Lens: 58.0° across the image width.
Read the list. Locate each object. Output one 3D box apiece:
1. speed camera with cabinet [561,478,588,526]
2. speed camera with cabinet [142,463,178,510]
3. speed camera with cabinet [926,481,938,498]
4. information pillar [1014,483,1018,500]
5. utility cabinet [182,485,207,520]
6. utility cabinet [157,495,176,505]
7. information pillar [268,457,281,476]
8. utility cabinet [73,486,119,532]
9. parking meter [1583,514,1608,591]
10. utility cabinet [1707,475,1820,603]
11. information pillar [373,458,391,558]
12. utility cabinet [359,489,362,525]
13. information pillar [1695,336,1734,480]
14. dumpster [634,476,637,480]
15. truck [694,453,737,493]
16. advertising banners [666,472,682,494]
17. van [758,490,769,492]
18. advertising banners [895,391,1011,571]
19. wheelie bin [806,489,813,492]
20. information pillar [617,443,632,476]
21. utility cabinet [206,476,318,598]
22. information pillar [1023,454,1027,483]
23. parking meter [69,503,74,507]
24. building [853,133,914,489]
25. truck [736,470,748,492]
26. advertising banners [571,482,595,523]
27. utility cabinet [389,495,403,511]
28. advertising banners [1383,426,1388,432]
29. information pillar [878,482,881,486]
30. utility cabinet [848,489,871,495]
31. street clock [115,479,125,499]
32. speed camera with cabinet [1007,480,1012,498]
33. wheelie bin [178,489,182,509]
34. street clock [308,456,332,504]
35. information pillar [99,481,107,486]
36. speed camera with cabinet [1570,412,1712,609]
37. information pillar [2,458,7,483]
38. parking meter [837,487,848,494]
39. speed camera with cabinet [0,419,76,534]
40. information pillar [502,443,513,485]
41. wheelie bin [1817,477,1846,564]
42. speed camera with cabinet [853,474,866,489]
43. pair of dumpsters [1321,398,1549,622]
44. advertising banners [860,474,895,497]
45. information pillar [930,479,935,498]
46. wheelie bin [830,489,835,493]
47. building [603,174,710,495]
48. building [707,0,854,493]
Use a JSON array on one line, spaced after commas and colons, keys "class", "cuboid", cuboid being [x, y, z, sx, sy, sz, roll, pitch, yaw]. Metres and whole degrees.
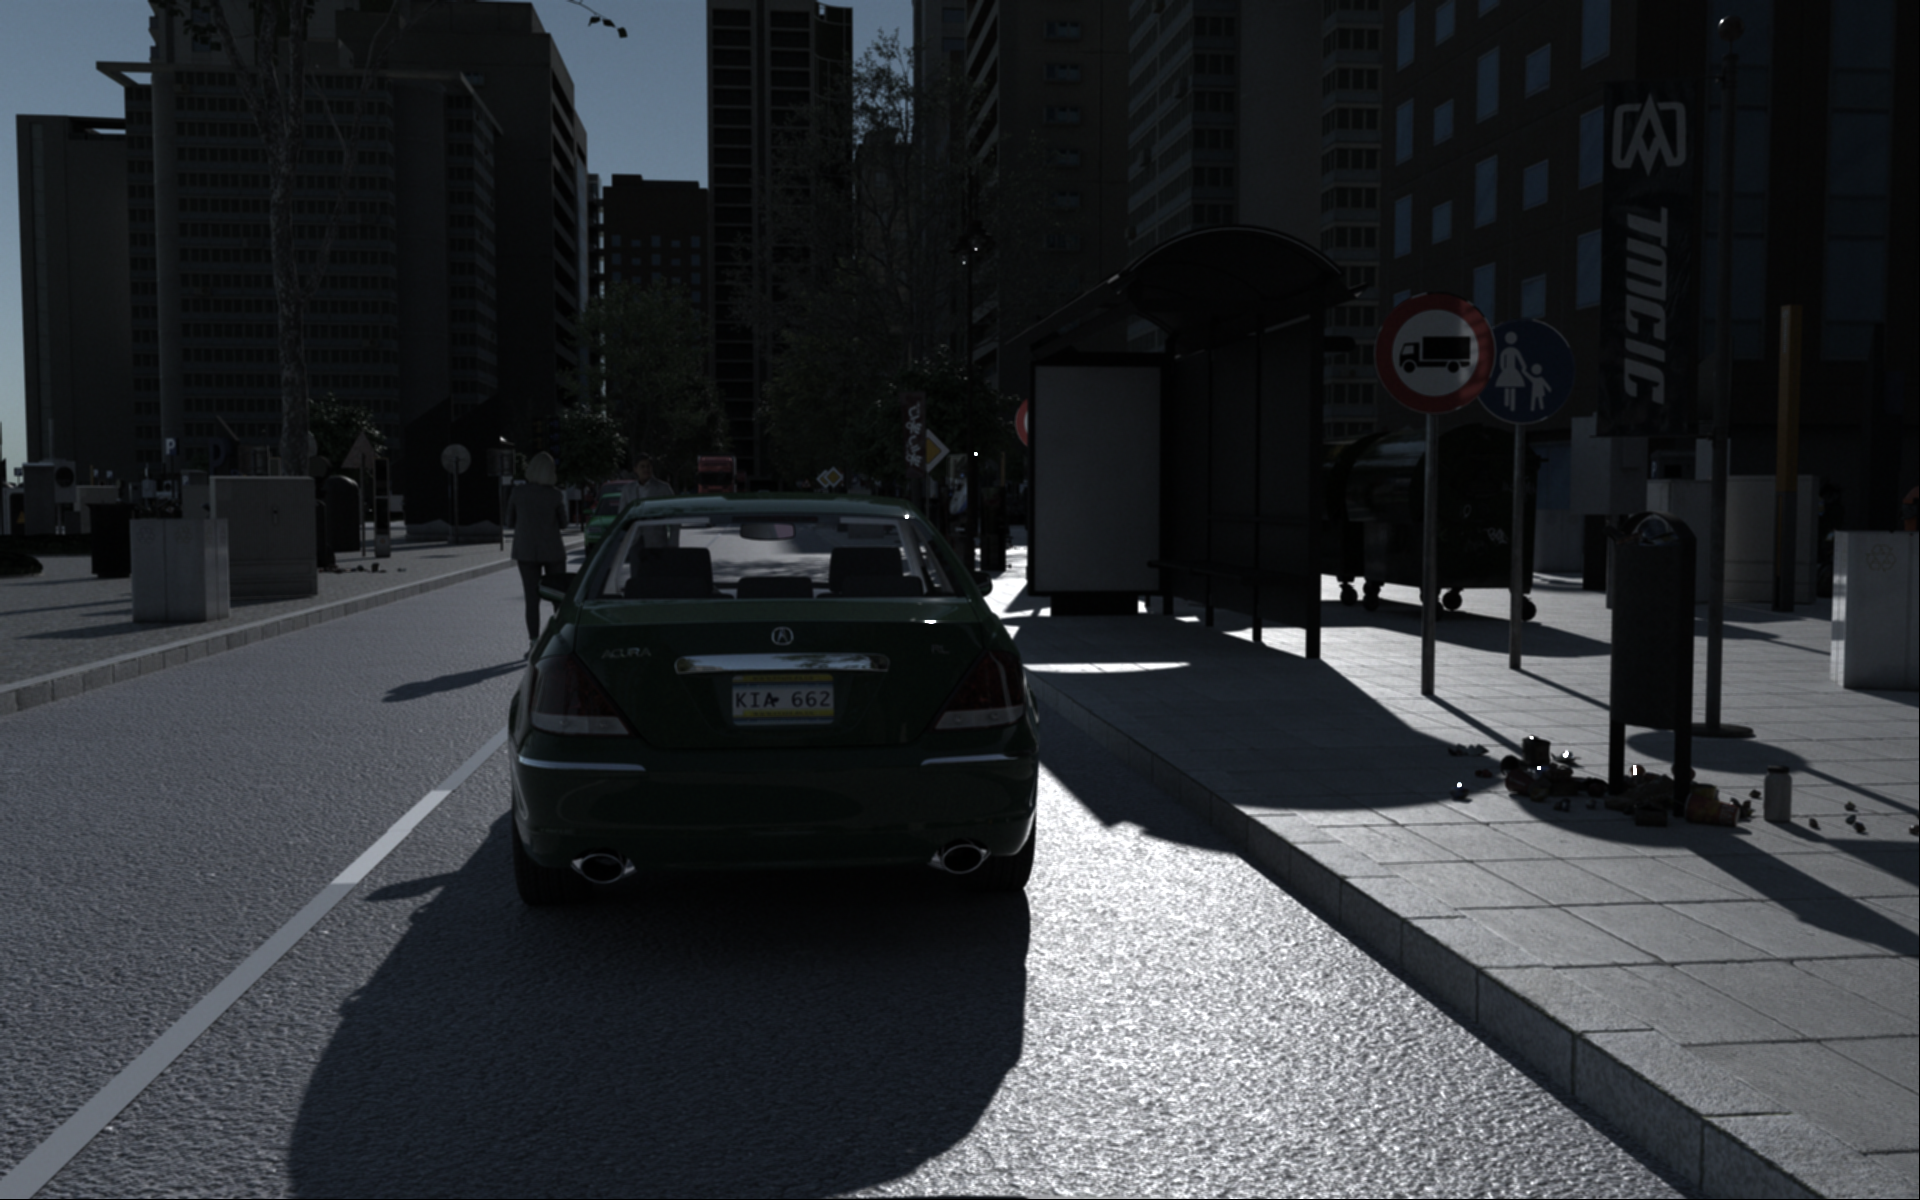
[{"class": "speed camera with cabinet", "cuboid": [-15.879, -4.586, 69.315, 0.660, 3.252, 2.038, 3, 4, 39]}, {"class": "speed camera with cabinet", "cuboid": [-50.940, -7.091, 110.277, 2.038, 3.252, 0.660, 0, 4, 2]}, {"class": "speed camera with cabinet", "cuboid": [-0.982, -6.717, 104.155, 2.038, 3.252, 0.660, 0, 4, 4]}, {"class": "information pillar", "cuboid": [3.702, -6.583, 112.120, 0.304, 2.012, 0.304, -1, 4, -12]}, {"class": "utility cabinet", "cuboid": [-18.837, -2.125, 43.417, 1.173, 1.500, 0.318, -1, 4, -20]}, {"class": "utility cabinet", "cuboid": [-49.817, -5.968, 108.740, 1.020, 1.237, 0.306, 0, 4, 3]}, {"class": "information pillar", "cuboid": [-13.612, -1.848, 34.708, 0.304, 2.012, 0.304, 1, 4, 21]}, {"class": "utility cabinet", "cuboid": [-23.508, -2.355, 47.177, 0.318, 1.500, 1.173, 2, 4, 26]}, {"class": "parking meter", "cuboid": [8.523, -0.899, 23.114, 0.372, 1.533, 0.369, 0, 3, 0]}, {"class": "utility cabinet", "cuboid": [9.487, -0.723, 20.504, 1.173, 1.500, 0.318, 3, 5, 41]}, {"class": "information pillar", "cuboid": [-11.701, -1.869, 35.045, 0.304, 2.012, 0.304, -1, 4, -20]}, {"class": "utility cabinet", "cuboid": [-24.894, -3.776, 70.411, 1.173, 1.500, 0.318, -2, 4, -24]}, {"class": "information pillar", "cuboid": [11.246, -2.108, 25.824, 0.504, 3.616, 0.183, 2, 4, 34]}, {"class": "dumpster", "cuboid": [-17.504, -5.577, 93.674, 1.502, 2.255, 1.985, 0, 4, -7]}, {"class": "truck", "cuboid": [-16.785, -8.002, 119.751, 2.839, 4.237, 11.283, 0, 4, -7]}, {"class": "advertising banners", "cuboid": [-22.657, -8.677, 138.050, 0.090, 3.025, 2.074, 3, 4, 38]}, {"class": "van", "cuboid": [-21.267, -11.033, 187.398, 2.013, 2.044, 4.112, 0, 4, -8]}, {"class": "advertising banners", "cuboid": [-0.106, -2.017, 29.165, 2.074, 3.025, 0.090, 2, 4, 25]}, {"class": "wheelie bin", "cuboid": [-10.230, -6.770, 118.599, 0.980, 1.594, 0.693, -1, 4, -14]}, {"class": "information pillar", "cuboid": [-14.713, -5.146, 75.496, 0.504, 3.616, 0.183, -2, 4, -34]}, {"class": "utility cabinet", "cuboid": [-8.566, -0.774, 21.326, 1.173, 1.500, 0.318, -3, 4, -37]}, {"class": "information pillar", "cuboid": [3.904, -6.712, 101.090, 0.504, 3.616, 0.183, 3, 4, 39]}, {"class": "parking meter", "cuboid": [-59.918, -6.803, 116.944, 0.399, 1.863, 0.255, 0, 4, 5]}, {"class": "building", "cuboid": [-2.031, -40.873, 257.512, 27.495, 52.752, 28.713, 0, 4, -6]}, {"class": "truck", "cuboid": [-26.270, -13.078, 202.743, 2.839, 4.237, 11.283, 0, 4, -7]}, {"class": "advertising banners", "cuboid": [-16.819, -4.867, 75.770, 2.074, 3.025, 0.090, -2, 4, -34]}, {"class": "utility cabinet", "cuboid": [-33.493, -5.589, 102.548, 1.020, 1.237, 0.306, -3, 5, -44]}, {"class": "advertising banners", "cuboid": [10.971, -3.015, 45.487, 0.090, 3.025, 2.074, 0, 4, 2]}, {"class": "information pillar", "cuboid": [-4.923, -7.150, 108.260, 0.504, 3.616, 0.183, -1, 4, -21]}, {"class": "utility cabinet", "cuboid": [-4.776, -4.438, 81.234, 1.173, 1.500, 0.318, -2, 4, -34]}, {"class": "street clock", "cuboid": [-40.131, -4.786, 82.821, 0.471, 2.002, 0.358, 2, 4, 34]}, {"class": "speed camera with cabinet", "cuboid": [2.403, -7.217, 112.336, 2.038, 3.252, 0.660, -2, 4, -34]}, {"class": "wheelie bin", "cuboid": [-52.260, -6.641, 116.492, 0.980, 1.594, 0.693, 1, 4, 11]}, {"class": "street clock", "cuboid": [-12.245, -1.743, 33.071, 0.471, 2.002, 0.358, 0, 4, 4]}, {"class": "information pillar", "cuboid": [-47.835, -5.640, 96.701, 0.304, 2.012, 0.304, -1, 4, -11]}, {"class": "speed camera with cabinet", "cuboid": [7.906, -1.567, 19.950, 2.038, 3.252, 0.660, -2, 4, -33]}, {"class": "information pillar", "cuboid": [-62.310, -7.429, 112.823, 0.183, 3.616, 0.504, 1, 4, 15]}, {"class": "parking meter", "cuboid": [-3.986, -3.076, 58.704, 0.372, 1.533, 0.369, 0, 3, 0]}, {"class": "speed camera with cabinet", "cuboid": [-24.021, -3.094, 44.924, 0.660, 3.252, 2.038, 2, 4, 26]}, {"class": "information pillar", "cuboid": [-20.865, -5.418, 79.936, 0.504, 3.616, 0.183, -2, 4, -35]}, {"class": "wheelie bin", "cuboid": [15.960, -1.473, 31.992, 0.693, 1.594, 0.980, 1, 4, 17]}, {"class": "speed camera with cabinet", "cuboid": [-5.511, -6.905, 107.232, 2.038, 3.252, 0.660, 0, 4, 4]}, {"class": "pair of dumpsters", "cuboid": [4.945, -1.033, 19.378, 1.574, 2.255, 4.437, 0, 4, -6]}, {"class": "advertising banners", "cuboid": [-2.561, -3.909, 60.104, 2.074, 3.025, 0.090, 0, 4, 1]}, {"class": "information pillar", "cuboid": [-1.252, -5.117, 75.012, 0.183, 3.616, 0.504, 2, 4, 31]}, {"class": "wheelie bin", "cuboid": [-8.527, -6.411, 112.720, 0.980, 1.594, 0.693, 3, 5, 40]}, {"class": "building", "cuboid": [-42.592, -36.431, 245.761, 14.200, 45.320, 14.600, 0, 4, -6]}, {"class": "building", "cuboid": [-25.759, -49.709, 250.989, 20.611, 71.187, 20.563, 0, 4, -6]}]
